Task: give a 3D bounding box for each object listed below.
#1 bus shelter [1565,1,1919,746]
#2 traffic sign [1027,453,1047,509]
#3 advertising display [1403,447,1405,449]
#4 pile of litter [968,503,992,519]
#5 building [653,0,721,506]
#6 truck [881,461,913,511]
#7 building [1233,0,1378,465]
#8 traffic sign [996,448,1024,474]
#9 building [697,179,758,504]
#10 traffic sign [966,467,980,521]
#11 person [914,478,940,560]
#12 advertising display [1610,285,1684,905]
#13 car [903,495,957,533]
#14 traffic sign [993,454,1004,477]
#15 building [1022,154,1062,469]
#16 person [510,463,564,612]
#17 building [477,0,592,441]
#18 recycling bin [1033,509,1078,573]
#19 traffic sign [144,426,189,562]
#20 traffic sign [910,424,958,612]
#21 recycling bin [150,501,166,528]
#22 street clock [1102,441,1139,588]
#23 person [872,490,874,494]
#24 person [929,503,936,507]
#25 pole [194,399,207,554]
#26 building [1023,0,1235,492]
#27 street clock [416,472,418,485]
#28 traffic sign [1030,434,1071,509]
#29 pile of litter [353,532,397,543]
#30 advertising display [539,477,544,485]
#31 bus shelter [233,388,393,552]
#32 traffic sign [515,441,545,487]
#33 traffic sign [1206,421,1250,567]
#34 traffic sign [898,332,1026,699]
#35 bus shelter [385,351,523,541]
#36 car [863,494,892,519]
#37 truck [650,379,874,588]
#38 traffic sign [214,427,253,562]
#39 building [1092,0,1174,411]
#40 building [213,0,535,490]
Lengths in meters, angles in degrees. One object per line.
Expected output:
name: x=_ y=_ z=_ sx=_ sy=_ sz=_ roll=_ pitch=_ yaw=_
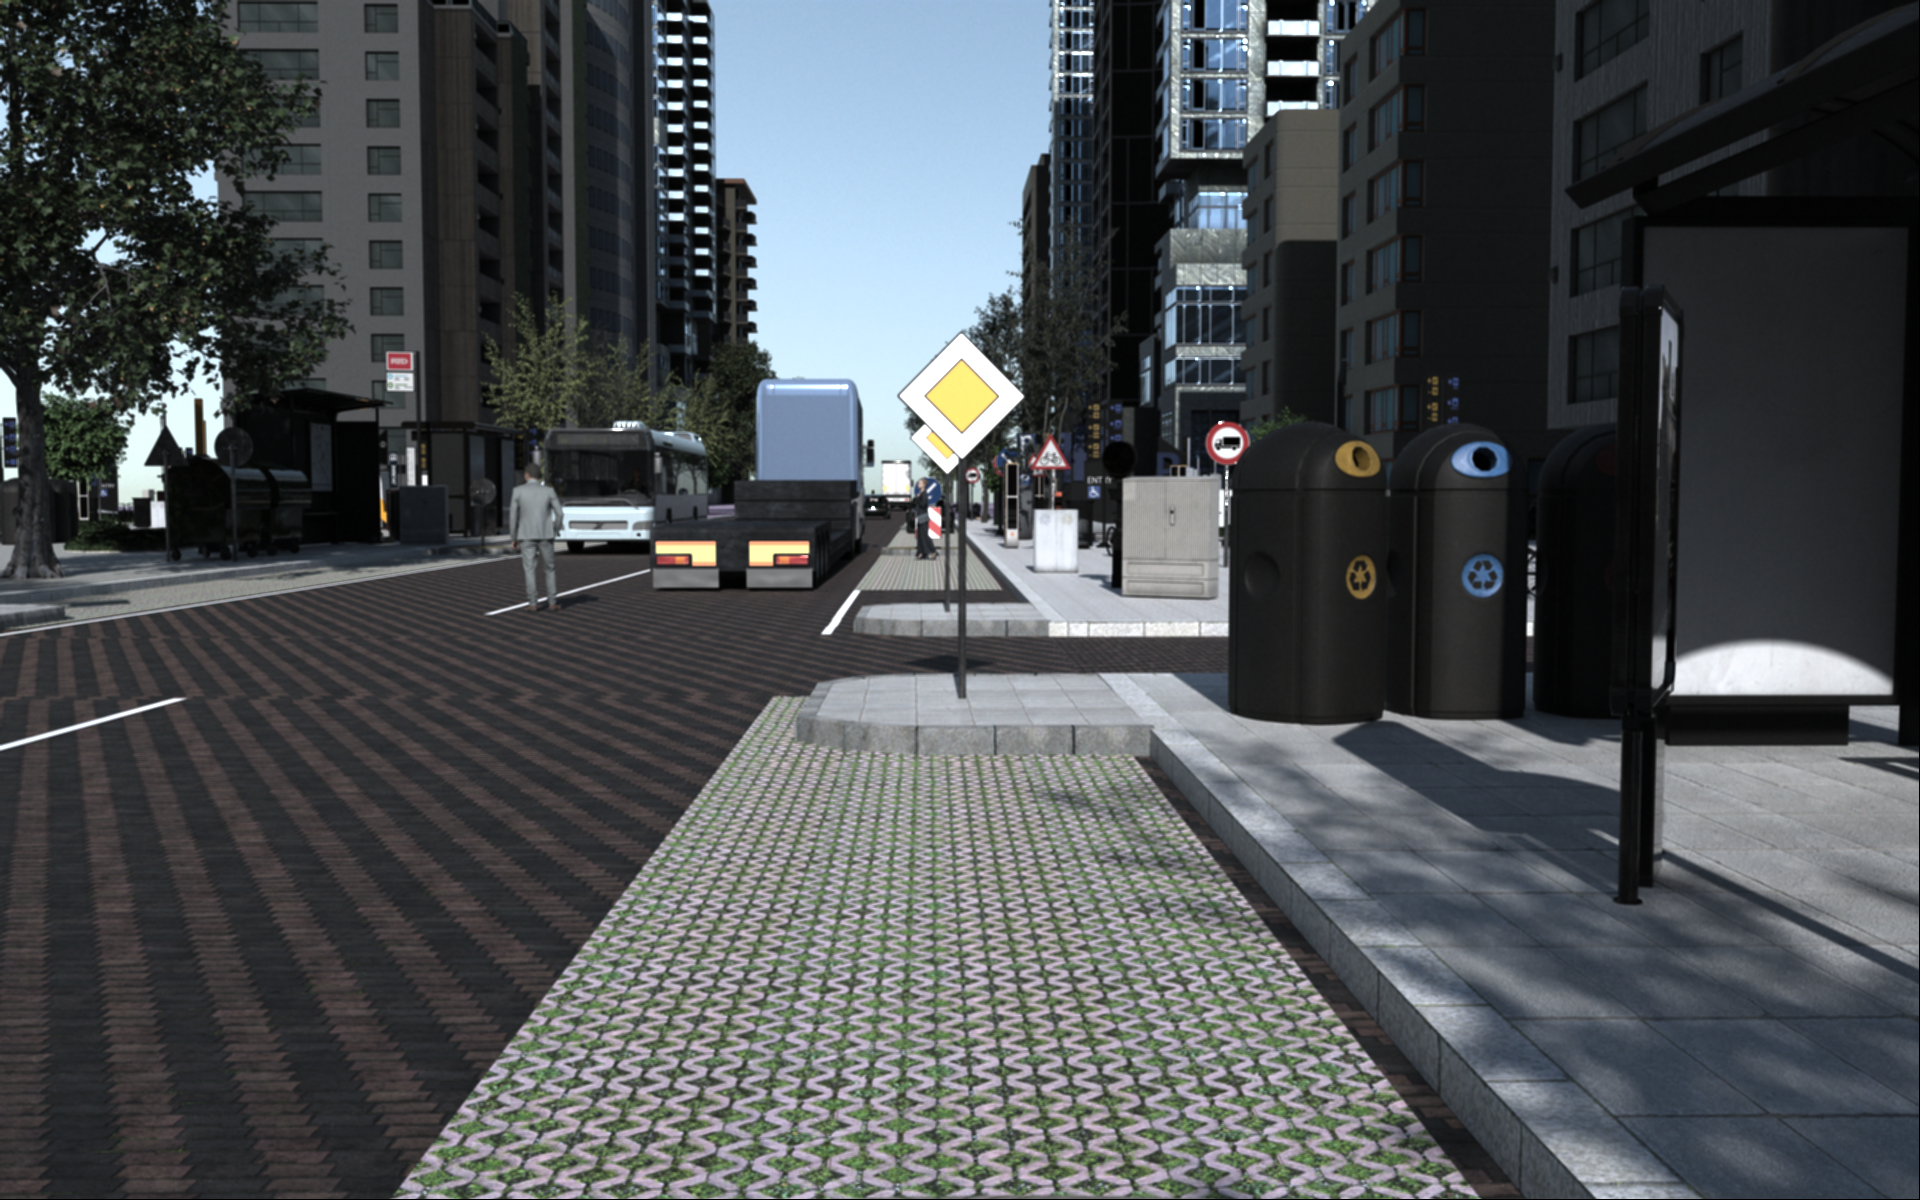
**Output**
bus shelter: x=4.179 y=-0.756 z=6.286 sx=2.014 sy=3.302 sz=5.546 roll=0 pitch=4 yaw=-1
traffic sign: x=2.299 y=-3.286 z=53.724 sx=0.884 sy=2.594 sz=0.081 roll=0 pitch=4 yaw=0
advertising display: x=6.280 y=-1.165 z=24.264 sx=0.123 sy=1.923 sz=0.974 roll=1 pitch=4 yaw=18
pile of litter: x=1.092 y=-4.611 z=89.357 sx=1.176 sy=0.858 sz=1.719 roll=3 pitch=5 yaw=45
building: x=-39.343 y=-54.439 z=202.755 sx=22.319 sy=86.520 sz=31.000 roll=0 pitch=4 yaw=-1
truck: x=-5.481 y=-9.902 z=150.814 sx=2.839 sy=4.237 sz=11.283 roll=0 pitch=4 yaw=-1
building: x=22.263 y=-49.440 z=121.015 sx=22.319 sy=86.520 sz=31.000 roll=0 pitch=4 yaw=-1
traffic sign: x=1.365 y=-2.902 z=47.561 sx=0.768 sy=2.556 sz=0.104 roll=0 pitch=4 yaw=7
building: x=-39.153 y=-35.449 z=234.209 sx=22.147 sy=44.769 sz=28.867 roll=0 pitch=4 yaw=-1
traffic sign: x=0.575 y=-5.067 z=82.958 sx=0.768 sy=2.556 sz=0.104 roll=0 pitch=4 yaw=1
person: x=-0.757 y=-1.748 z=37.509 sx=0.534 sy=1.772 sz=0.576 roll=-2 pitch=4 yaw=-24
advertising display: x=2.287 y=-0.034 z=5.764 sx=0.123 sy=1.923 sz=0.974 roll=2 pitch=4 yaw=26
car: x=-1.107 y=-3.314 z=63.966 sx=2.009 sy=1.686 sz=4.222 roll=0 pitch=4 yaw=-2
traffic sign: x=1.350 y=-3.134 z=51.348 sx=0.768 sy=2.556 sz=0.104 roll=0 pitch=4 yaw=6
building: x=19.956 y=-37.852 z=242.584 sx=21.300 sy=48.544 sz=21.600 roll=0 pitch=4 yaw=-1
person: x=-5.157 y=-0.765 z=21.108 sx=0.635 sy=1.810 sz=0.391 roll=-2 pitch=4 yaw=-24
building: x=-33.001 y=-26.396 z=115.176 sx=14.154 sy=41.232 sz=14.086 roll=0 pitch=4 yaw=-1
recycling bin: x=1.570 y=-0.976 z=28.505 sx=0.722 sy=1.027 sz=0.722 roll=0 pitch=4 yaw=1
traffic sign: x=-15.062 y=-2.011 z=32.882 sx=0.884 sy=2.594 sz=0.081 roll=0 pitch=4 yaw=5
traffic sign: x=-0.139 y=-0.927 z=18.796 sx=0.795 sy=2.450 sz=0.064 roll=0 pitch=4 yaw=-1
recycling bin: x=-28.295 y=-3.006 z=61.705 sx=0.722 sy=1.027 sz=0.722 roll=1 pitch=4 yaw=19
street clock: x=2.187 y=-1.169 z=23.679 sx=0.471 sy=2.002 sz=0.358 roll=1 pitch=4 yaw=17
person: x=-6.507 y=-7.385 z=129.963 sx=1.217 sy=1.735 sz=0.721 roll=0 pitch=4 yaw=6
person: x=-1.005 y=-2.601 z=53.629 sx=0.523 sy=1.515 sz=0.503 roll=-1 pitch=4 yaw=-21
pole: x=-16.261 y=-2.645 z=37.086 sx=0.158 sy=3.312 sz=0.155 roll=0 pitch=3 yaw=0
building: x=19.846 y=-55.189 z=215.003 sx=22.319 sy=86.520 sz=31.000 roll=0 pitch=4 yaw=-1
street clock: x=-17.579 y=-3.138 z=55.880 sx=0.358 sy=2.002 sz=0.471 roll=-1 pitch=4 yaw=-23
traffic sign: x=1.967 y=-2.296 z=37.550 sx=0.884 sy=2.594 sz=0.081 roll=0 pitch=4 yaw=7
pile of litter: x=-15.495 y=-1.944 z=45.750 sx=1.176 sy=0.858 sz=1.719 roll=-1 pitch=4 yaw=-9
advertising display: x=-15.544 y=-3.707 z=65.821 sx=0.974 sy=1.923 sz=0.123 roll=-1 pitch=4 yaw=-16
bus shelter: x=-15.329 y=-3.066 z=41.420 sx=1.731 sy=3.624 sz=6.357 roll=0 pitch=4 yaw=-1
traffic sign: x=-16.010 y=-4.435 z=66.384 sx=2.265 sy=3.308 sz=0.079 roll=0 pitch=4 yaw=3
traffic sign: x=4.661 y=-1.845 z=30.264 sx=0.768 sy=2.556 sz=0.104 roll=0 pitch=4 yaw=-1
traffic sign: x=0.010 y=-0.438 z=10.812 sx=0.795 sy=2.450 sz=0.064 roll=0 pitch=4 yaw=-1
bus shelter: x=-15.057 y=-4.508 z=51.334 sx=2.179 sy=5.291 sz=8.768 roll=0 pitch=4 yaw=-1
car: x=-4.904 y=-5.474 z=99.291 sx=2.009 sy=1.686 sz=4.222 roll=0 pitch=4 yaw=1
truck: x=-3.484 y=-2.749 z=34.700 sx=2.967 sy=4.110 sz=18.799 roll=0 pitch=4 yaw=-1
traffic sign: x=-13.797 y=-2.005 z=32.894 sx=0.768 sy=2.556 sz=0.104 roll=0 pitch=4 yaw=7
building: x=20.301 y=-43.401 z=147.853 sx=20.563 sy=71.187 sz=20.611 roll=0 pitch=4 yaw=-1
building: x=-33.480 y=-20.130 z=100.831 sx=14.160 sy=30.474 sz=14.107 roll=0 pitch=4 yaw=-1
